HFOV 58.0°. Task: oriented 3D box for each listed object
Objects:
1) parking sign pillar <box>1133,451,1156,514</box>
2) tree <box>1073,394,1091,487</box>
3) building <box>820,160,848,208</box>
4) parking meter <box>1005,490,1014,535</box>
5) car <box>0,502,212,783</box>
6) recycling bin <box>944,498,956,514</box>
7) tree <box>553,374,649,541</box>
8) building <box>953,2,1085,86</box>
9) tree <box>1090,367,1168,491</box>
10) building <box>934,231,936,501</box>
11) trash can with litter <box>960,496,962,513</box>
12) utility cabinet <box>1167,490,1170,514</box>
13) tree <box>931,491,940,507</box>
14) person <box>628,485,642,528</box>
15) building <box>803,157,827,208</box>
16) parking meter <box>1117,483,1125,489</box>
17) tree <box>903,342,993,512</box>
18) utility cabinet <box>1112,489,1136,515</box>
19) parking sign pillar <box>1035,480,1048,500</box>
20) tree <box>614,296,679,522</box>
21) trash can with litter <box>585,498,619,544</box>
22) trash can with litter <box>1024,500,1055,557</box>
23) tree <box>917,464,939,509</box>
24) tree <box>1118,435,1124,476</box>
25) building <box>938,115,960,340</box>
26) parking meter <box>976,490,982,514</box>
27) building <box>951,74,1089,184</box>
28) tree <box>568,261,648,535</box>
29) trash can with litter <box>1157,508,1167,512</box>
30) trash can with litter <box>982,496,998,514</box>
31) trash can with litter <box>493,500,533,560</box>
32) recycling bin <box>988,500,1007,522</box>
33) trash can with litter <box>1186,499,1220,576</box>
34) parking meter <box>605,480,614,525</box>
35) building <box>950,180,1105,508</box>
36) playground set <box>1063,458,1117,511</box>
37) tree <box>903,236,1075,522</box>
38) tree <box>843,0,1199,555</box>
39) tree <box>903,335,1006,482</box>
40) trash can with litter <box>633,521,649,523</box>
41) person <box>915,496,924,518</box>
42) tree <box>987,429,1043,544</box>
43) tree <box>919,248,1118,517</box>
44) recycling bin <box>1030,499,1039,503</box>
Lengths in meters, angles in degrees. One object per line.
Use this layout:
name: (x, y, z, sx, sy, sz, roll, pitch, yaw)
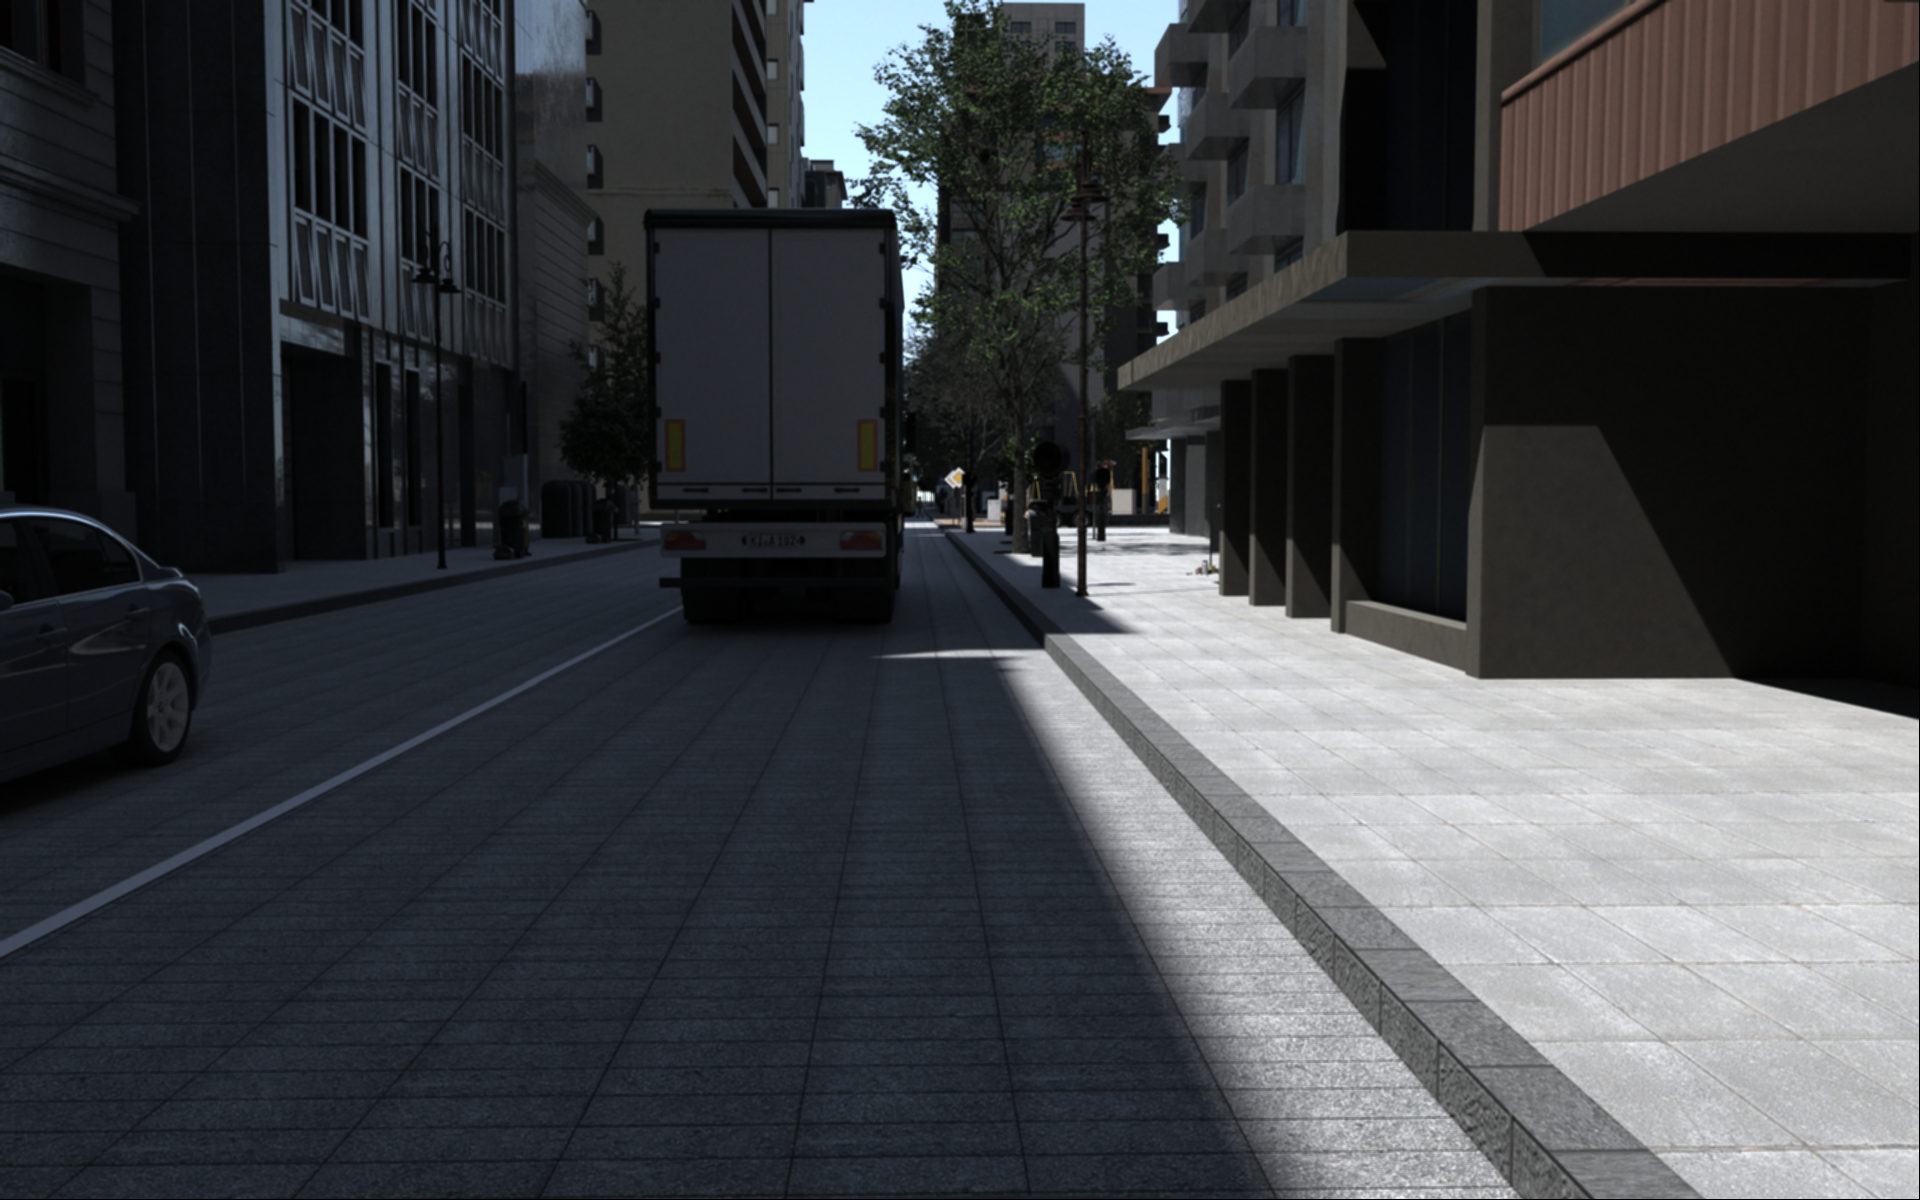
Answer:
parking sign pillar: (11.160, -7.136, 105.139, 1.447, 3.967, 1.447, 0, 4, 1)
tree: (9.520, -10.311, 118.945, 4.737, 8.622, 4.395, 0, 3, 0)
building: (-32.434, -41.965, 275.373, 28.713, 52.752, 27.495, 0, 4, -2)
parking meter: (1.601, -2.793, 54.069, 0.372, 1.533, 0.369, 0, 3, 0)
car: (-5.044, 0.251, 7.895, 2.014, 1.417, 4.499, 0, 3, 0)
recycling bin: (-0.660, -6.092, 112.153, 0.722, 1.027, 0.722, 0, 4, -3)
tree: (-9.463, -3.907, 47.588, 4.285, 4.588, 4.351, 0, 3, 0)
building: (7.242, -50.140, 258.044, 20.563, 71.187, 20.611, 0, 4, -2)
tree: (9.888, -9.133, 99.695, 4.737, 8.622, 4.395, 0, 3, 0)
building: (6.378, -41.090, 295.525, 21.300, 48.544, 21.600, 0, 4, -2)
trash can with litter: (0.242, -6.401, 116.044, 0.624, 1.170, 1.055, 0, 4, 3)
utility cabinet: (11.078, -4.820, 87.488, 1.173, 1.500, 0.318, 0, 4, 2)
tree: (-1.929, -11.026, 174.870, 1.663, 3.219, 1.824, 0, 3, 0)
person: (-12.602, -3.582, 67.265, 0.583, 1.804, 0.606, -1, 4, -12)
building: (-30.237, -38.326, 246.231, 23.786, 49.044, 30.456, 0, 4, -2)
parking meter: (8.586, -5.302, 92.394, 0.399, 1.863, 0.255, -3, 4, -38)
tree: (-1.285, -12.724, 126.169, 7.486, 12.596, 7.792, 0, 3, 0)
utility cabinet: (7.400, -4.243, 78.048, 1.173, 1.500, 0.318, 3, 5, 44)
parking sign pillar: (6.541, -9.015, 135.863, 1.447, 3.967, 1.447, -1, 4, -14)
tree: (-10.035, -6.746, 60.665, 4.360, 8.622, 3.978, 0, 3, 0)
trash can with litter: (-9.348, -2.061, 45.080, 0.624, 1.170, 1.055, 1, 4, 10)
trash can with litter: (1.639, -1.476, 35.520, 0.624, 1.170, 1.055, 0, 4, 4)
tree: (-3.133, -12.700, 191.352, 4.285, 4.588, 4.351, 0, 3, 0)
tree: (11.974, -11.935, 145.496, 4.360, 8.622, 3.978, 0, 3, 0)
building: (8.217, -35.859, 210.001, 21.300, 48.544, 21.600, 0, 4, -2)
parking meter: (1.232, -6.459, 114.021, 0.372, 1.533, 0.369, 0, 3, 0)
building: (10.305, -32.438, 184.980, 22.147, 44.769, 28.867, 0, 4, -2)
tree: (-10.185, -6.362, 54.386, 4.737, 8.622, 4.395, 0, 3, 0)
trash can with litter: (14.761, -6.936, 124.786, 1.055, 1.170, 0.624, -3, 5, -39)
trash can with litter: (1.755, -6.062, 110.500, 0.624, 1.170, 1.055, -3, 4, -36)
trash can with litter: (-8.834, -1.392, 34.139, 0.624, 1.170, 1.055, 0, 4, 0)
recycling bin: (1.732, -4.094, 79.488, 0.722, 1.027, 0.722, 2, 4, 28)
trash can with litter: (4.707, -1.034, 27.957, 2.233, 1.210, 1.678, 0, 4, 1)
parking meter: (-14.288, -3.985, 70.864, 0.255, 1.863, 0.399, 2, 4, 27)
building: (6.066, -23.979, 163.763, 14.160, 30.474, 14.107, 0, 4, -2)
playground set: (10.850, -8.983, 133.648, 5.637, 4.214, 5.302, 0, 4, 2)
tree: (0.698, -10.440, 81.066, 12.009, 13.543, 11.850, 0, 3, 0)
tree: (1.147, -6.802, 36.965, 9.928, 11.665, 9.643, 0, 3, 0)
tree: (-1.164, -14.241, 139.493, 9.857, 13.997, 8.962, 0, 3, 0)
trash can with litter: (-15.120, -4.042, 77.150, 2.233, 1.210, 1.678, 2, 4, 28)
person: (-2.409, -5.514, 102.927, 0.640, 1.303, 0.475, 2, 4, 29)
tree: (1.429, -3.077, 44.912, 1.663, 3.219, 1.824, 0, 3, 0)
tree: (1.711, -6.216, 51.995, 4.360, 8.622, 3.978, 0, 3, 0)
recycling bin: (3.643, -4.651, 88.595, 0.722, 1.027, 0.722, 1, 4, 15)
